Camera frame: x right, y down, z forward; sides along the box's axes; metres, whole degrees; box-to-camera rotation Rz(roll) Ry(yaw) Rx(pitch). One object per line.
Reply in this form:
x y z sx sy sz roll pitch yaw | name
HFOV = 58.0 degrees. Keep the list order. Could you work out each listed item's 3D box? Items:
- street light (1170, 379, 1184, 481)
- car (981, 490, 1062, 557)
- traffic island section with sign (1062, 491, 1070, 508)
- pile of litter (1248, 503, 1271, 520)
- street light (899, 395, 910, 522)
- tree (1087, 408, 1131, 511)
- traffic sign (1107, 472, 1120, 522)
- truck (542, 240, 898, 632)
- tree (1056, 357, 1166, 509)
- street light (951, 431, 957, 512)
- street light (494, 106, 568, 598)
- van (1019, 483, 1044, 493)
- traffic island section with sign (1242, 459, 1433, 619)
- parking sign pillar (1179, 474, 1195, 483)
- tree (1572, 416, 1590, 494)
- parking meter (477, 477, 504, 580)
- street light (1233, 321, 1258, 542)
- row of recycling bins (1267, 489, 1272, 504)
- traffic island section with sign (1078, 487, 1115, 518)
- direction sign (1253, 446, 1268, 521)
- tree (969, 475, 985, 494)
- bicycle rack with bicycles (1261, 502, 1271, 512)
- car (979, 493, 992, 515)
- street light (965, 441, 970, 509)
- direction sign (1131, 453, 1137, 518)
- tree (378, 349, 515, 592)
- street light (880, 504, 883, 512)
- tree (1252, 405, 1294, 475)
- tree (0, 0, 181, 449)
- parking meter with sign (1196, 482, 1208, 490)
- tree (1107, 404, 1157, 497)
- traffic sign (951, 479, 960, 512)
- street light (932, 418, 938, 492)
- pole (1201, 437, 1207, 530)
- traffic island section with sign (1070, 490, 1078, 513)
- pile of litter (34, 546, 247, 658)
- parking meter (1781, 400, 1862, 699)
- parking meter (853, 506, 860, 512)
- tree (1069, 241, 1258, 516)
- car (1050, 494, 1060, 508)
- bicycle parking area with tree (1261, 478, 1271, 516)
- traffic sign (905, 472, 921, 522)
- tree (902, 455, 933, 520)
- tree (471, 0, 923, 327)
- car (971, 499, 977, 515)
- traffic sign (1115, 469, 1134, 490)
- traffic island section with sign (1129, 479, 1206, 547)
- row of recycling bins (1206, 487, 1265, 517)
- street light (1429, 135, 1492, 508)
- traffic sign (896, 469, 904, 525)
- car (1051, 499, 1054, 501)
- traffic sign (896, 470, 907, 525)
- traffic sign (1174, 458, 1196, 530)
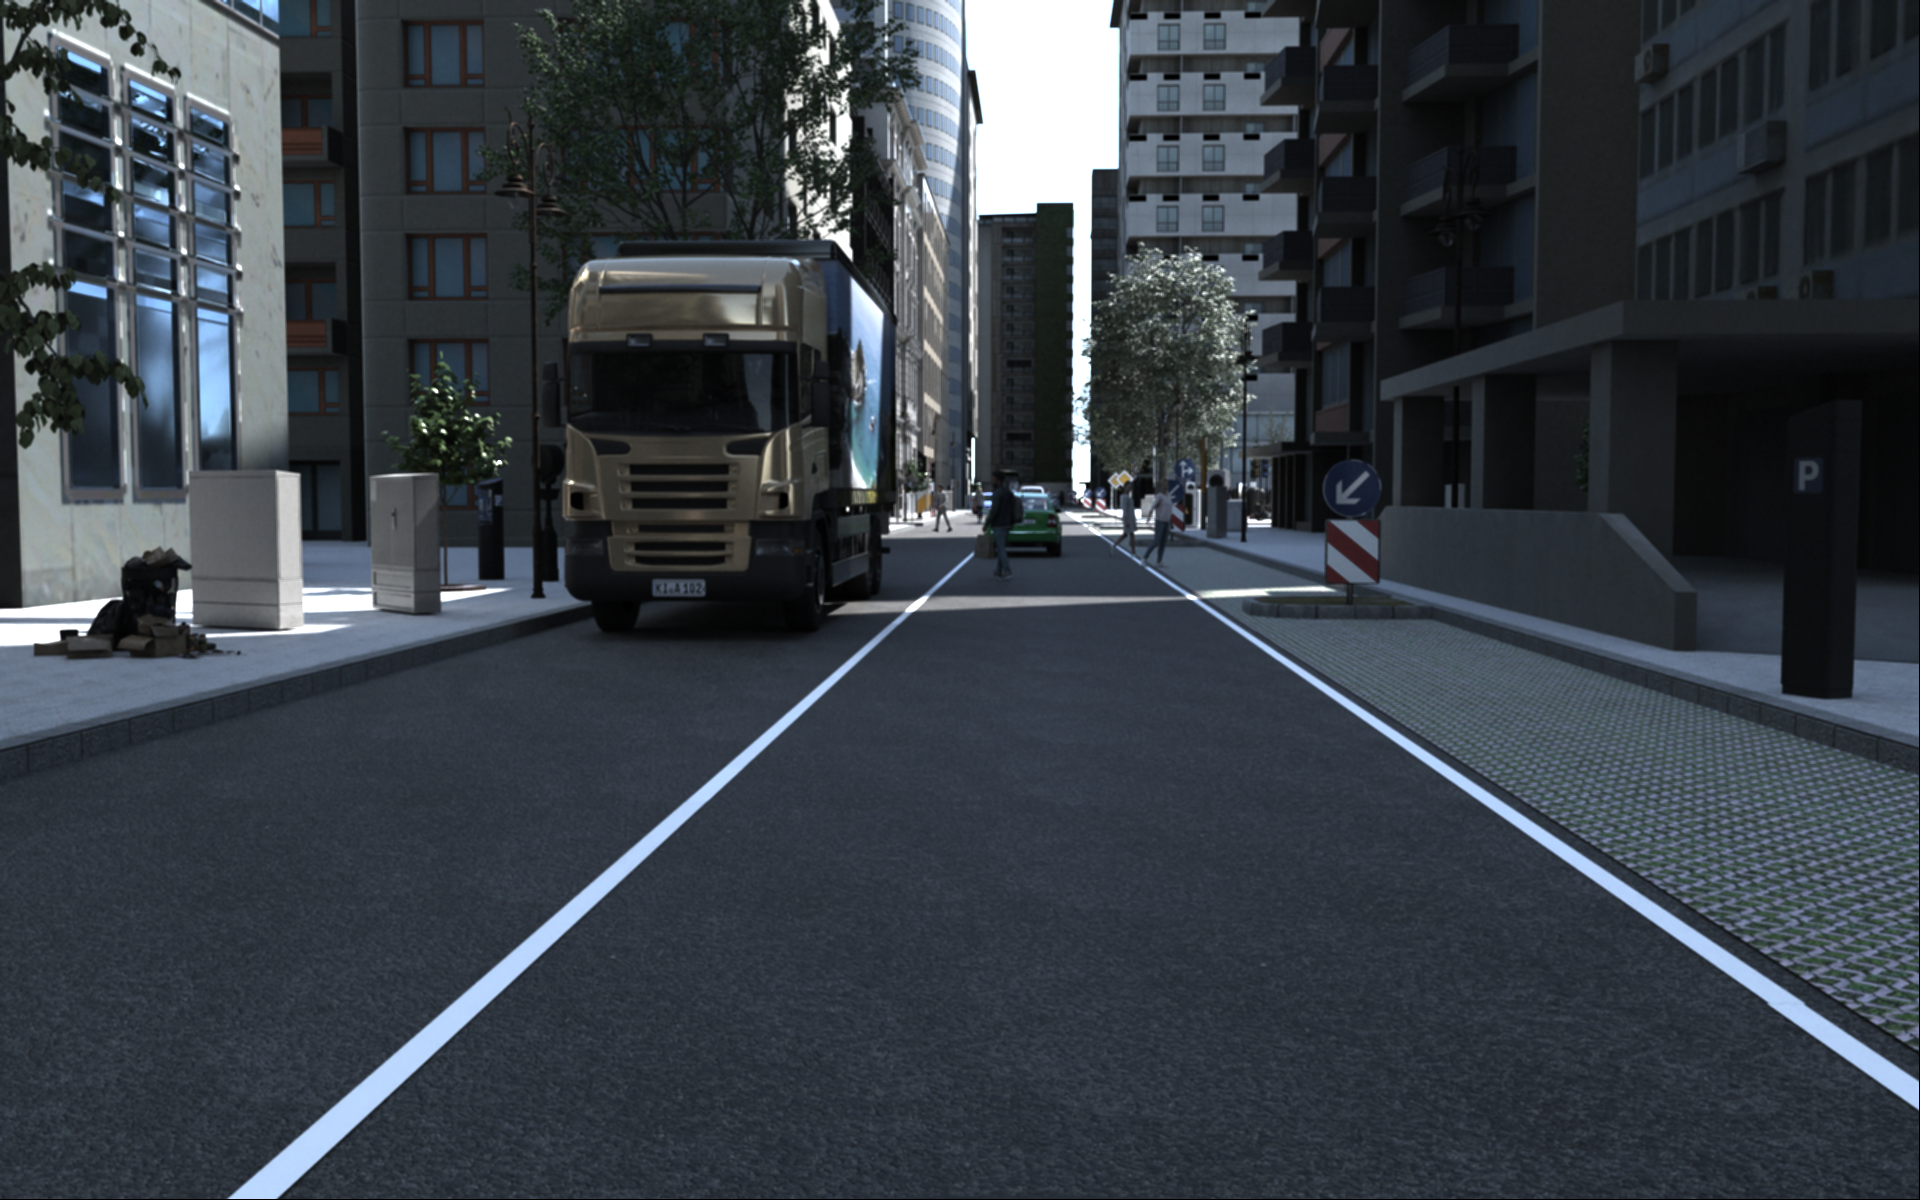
8.709 -5.914 69.480 0.468 5.910 1.993 0 4 3 | street light
1.467 -1.975 41.086 1.959 1.807 4.718 0 4 1 | car
11.779 -10.492 180.178 1.989 1.847 2.006 0 4 3 | traffic island section with sign
15.075 -4.491 87.388 1.719 0.858 1.176 3 5 39 | pile of litter
-2.534 -6.557 79.992 0.468 5.910 1.993 0 4 3 | street light
11.959 -11.210 133.642 4.737 8.622 4.395 0 3 0 | tree
7.059 -4.576 78.456 0.795 2.450 0.064 0 4 3 | traffic sign
-2.464 -1.991 21.467 2.839 4.237 11.283 0 4 3 | truck
13.200 -14.525 147.858 12.009 13.543 11.850 0 3 0 | tree
-0.467 -9.394 126.383 0.468 5.910 1.993 0 4 3 | street light
-5.211 -2.962 21.216 0.468 5.910 1.993 0 4 3 | street light
3.996 -5.490 96.772 2.013 2.044 4.112 0 4 3 | van
4.425 -0.735 20.645 1.989 1.847 2.006 0 4 3 | traffic island section with sign
18.431 -9.311 140.707 1.447 3.967 1.447 0 4 4 | parking sign pillar
13.525 -2.585 36.874 1.663 3.219 1.824 0 3 0 | tree
-7.039 -1.075 25.986 0.372 1.533 0.369 0 3 0 | parking meter
7.609 -4.497 46.306 0.468 5.910 1.993 0 4 3 | street light
21.373 -7.248 125.610 3.534 1.692 1.069 2 4 27 | row of recycling bins
8.223 -5.780 103.134 1.989 1.847 2.006 0 4 3 | traffic island section with sign
14.190 -5.491 81.775 0.876 3.537 0.379 -2 4 -29 | direction sign
1.566 -11.001 174.471 1.663 3.219 1.824 0 3 0 | tree
19.500 -6.145 113.852 2.925 0.926 2.852 0 4 5 | bicycle rack with bicycles
2.018 -6.217 111.241 1.945 1.707 3.694 0 4 1 | car
0.662 -10.812 149.556 0.468 5.910 1.993 0 4 3 | street light
9.435 -6.254 94.254 0.379 3.537 0.876 1 4 22 | direction sign
-6.959 -1.736 22.991 1.663 3.219 1.824 0 3 0 | tree
-3.072 -5.816 67.876 0.468 5.910 1.993 0 4 3 | street light
26.166 -11.768 142.772 4.360 8.622 3.978 0 3 0 | tree
-5.828 -3.604 9.283 4.737 8.622 4.395 0 3 0 | tree
15.497 -7.014 110.946 1.738 3.016 0.543 3 5 41 | parking meter with sign
12.035 -10.480 121.711 4.360 8.622 3.978 0 3 0 | tree
-0.327 -7.237 120.448 0.606 2.300 0.079 0 4 7 | traffic sign
-1.501 -7.974 103.170 0.468 5.910 1.993 0 4 3 | street light
8.787 -4.194 62.419 0.158 3.312 0.155 0 3 0 | pole
9.485 -7.468 130.724 1.989 1.847 2.006 0 4 3 | traffic island section with sign
-6.629 0.005 13.890 1.719 0.858 1.176 2 4 30 | pile of litter
5.452 -0.323 10.986 0.255 1.863 0.399 -1 4 -20 | parking meter
-3.610 -3.130 59.589 0.372 1.533 0.369 0 3 0 | parking meter
10.492 -11.125 88.542 9.857 13.997 8.962 0 3 0 | tree
8.367 -9.138 161.413 2.014 1.417 4.499 0 4 5 | car
21.143 -7.237 105.328 8.231 4.147 9.016 0 4 6 | bicycle parking area with tree
-2.175 -4.603 78.900 0.795 2.450 0.064 0 4 3 | traffic sign
-2.363 -5.489 84.339 1.663 3.219 1.824 0 3 0 | tree
-4.825 -6.503 32.077 9.928 11.665 9.643 0 3 0 | tree
1.886 -6.940 122.505 2.155 1.783 4.494 0 4 3 | car
6.691 -4.088 70.479 0.795 2.450 0.064 0 4 3 | traffic sign
5.666 -2.382 47.572 1.989 1.847 2.006 0 4 3 | traffic island section with sign
15.456 -5.629 99.148 3.534 1.692 1.069 0 4 -8 | row of recycling bins
6.554 -3.061 22.843 0.468 5.910 1.993 0 4 3 | street light
-2.583 -4.217 71.074 0.606 2.300 0.079 1 4 11 | traffic sign
5.551 -6.768 122.453 2.131 1.459 4.920 0 4 4 | car
-2.542 -4.115 70.923 0.795 2.450 0.064 0 4 3 | traffic sign
7.978 -3.757 61.531 0.768 2.556 0.104 0 4 7 | traffic sign
